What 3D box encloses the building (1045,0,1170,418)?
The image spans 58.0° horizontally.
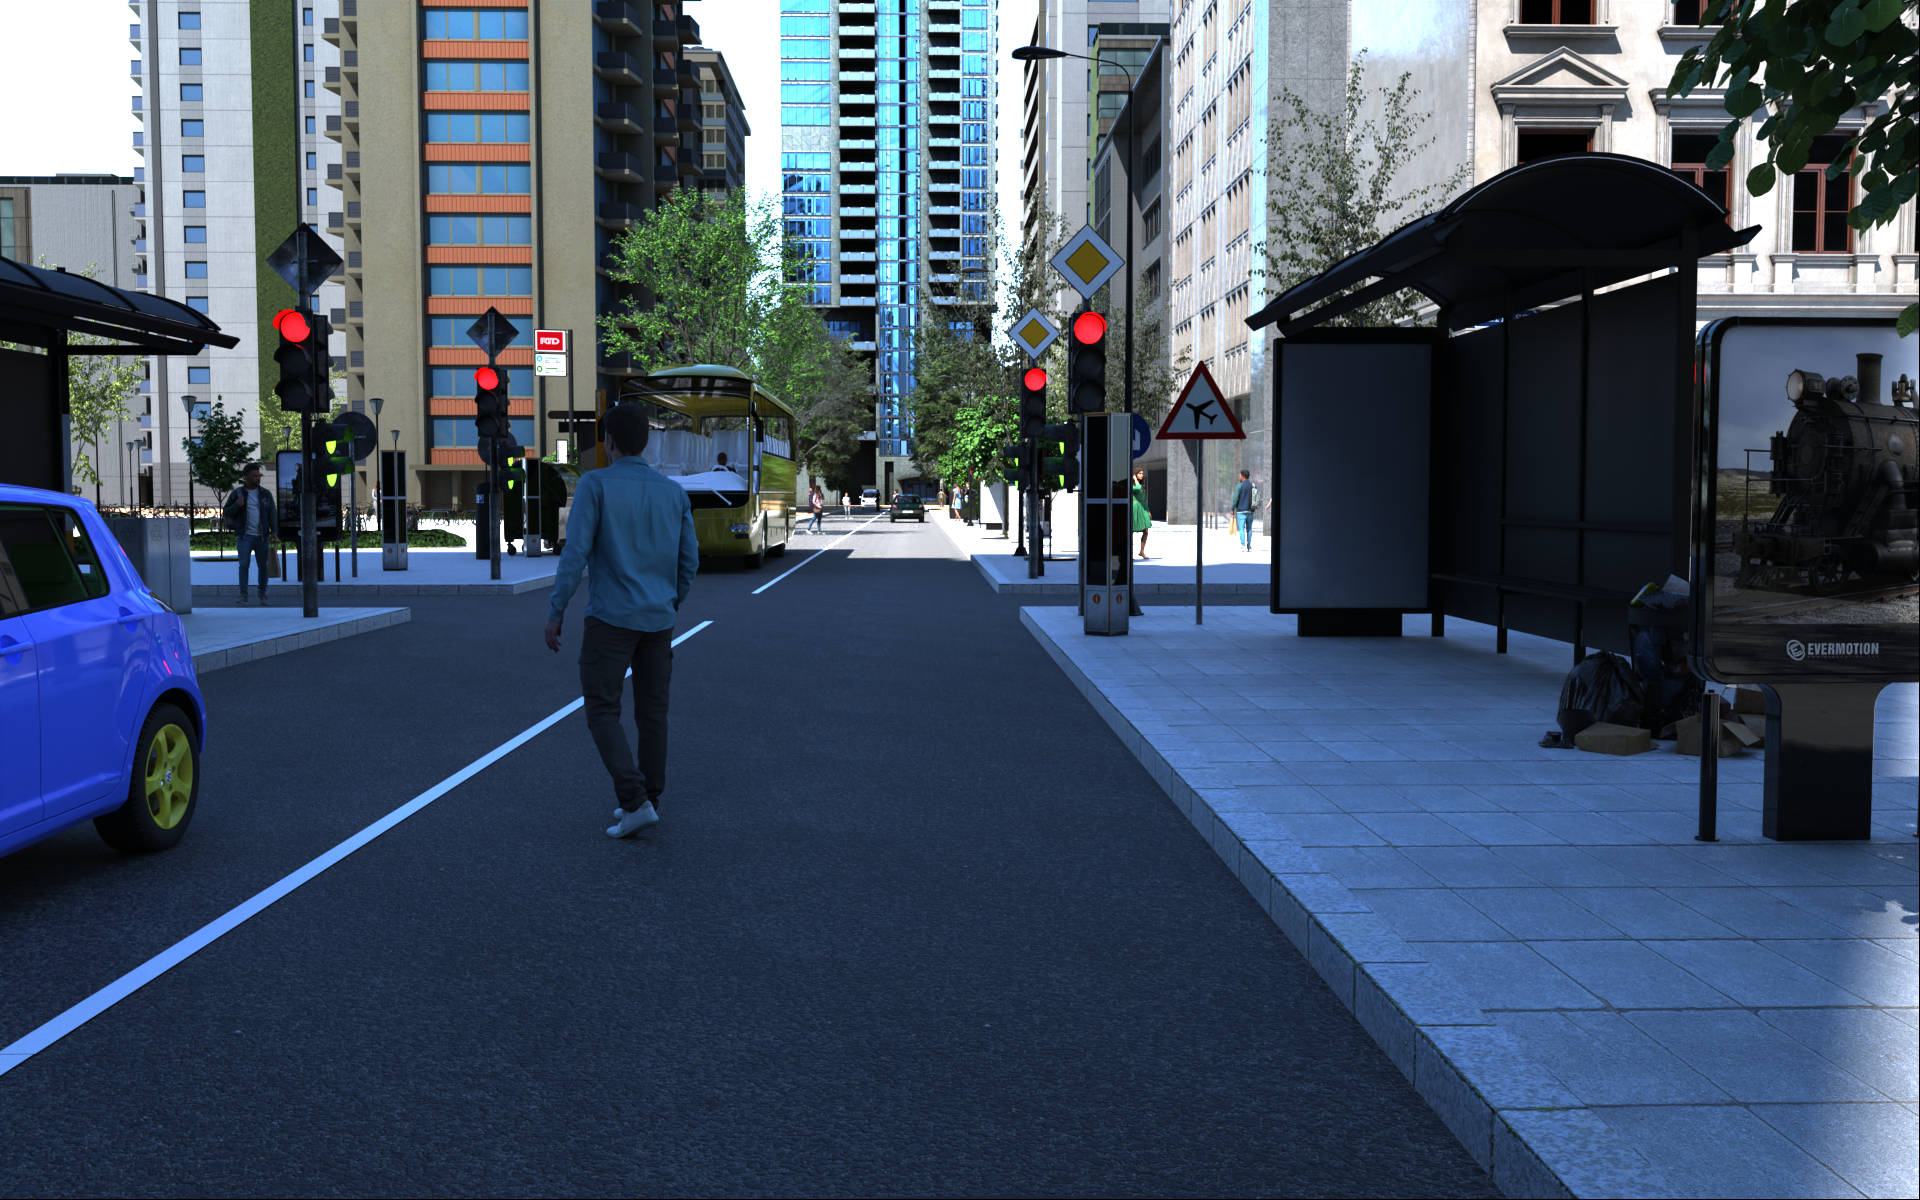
[{"bbox_3d":[17.079,-36.118,132.526,21.231,58.520,28.212,0,4,-2],"label":"building"}]

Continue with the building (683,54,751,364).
[{"bbox_3d":[-30.953,-28.131,151.822,23.993,40.220,32.217,0,4,-2],"label":"building"}]

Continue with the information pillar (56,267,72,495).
[{"bbox_3d":[-9.390,-1.638,18.137,0.183,3.616,0.504,-2,4,-34],"label":"information pillar"}]

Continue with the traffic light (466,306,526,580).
[{"bbox_3d":[-6.966,-2.263,25.927,0.839,4.253,0.868,0,4,-2],"label":"traffic light"}]

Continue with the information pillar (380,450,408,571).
[{"bbox_3d":[-9.467,-1.498,28.980,0.304,2.012,0.304,1,4,15],"label":"information pillar"}]

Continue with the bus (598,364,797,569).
[{"bbox_3d":[-5.081,-2.743,36.390,2.896,3.916,12.252,0,4,-2],"label":"bus"}]

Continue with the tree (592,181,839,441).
[{"bbox_3d":[-8.462,-8.108,58.321,9.928,11.665,9.643,0,3,0],"label":"tree"}]

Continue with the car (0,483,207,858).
[{"bbox_3d":[-3.996,0.239,5.678,1.945,1.707,3.694,0,4,-1],"label":"car"}]

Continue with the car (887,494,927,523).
[{"bbox_3d":[-2.687,-4.768,87.740,2.009,1.686,4.222,0,4,-2],"label":"car"}]

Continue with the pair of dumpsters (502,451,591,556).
[{"bbox_3d":[-8.971,-2.171,37.996,1.574,2.255,4.437,0,4,-1],"label":"pair of dumpsters"}]

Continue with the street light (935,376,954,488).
[{"bbox_3d":[-0.134,-5.841,68.037,1.470,5.913,1.316,0,4,-2],"label":"street light"}]

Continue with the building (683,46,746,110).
[{"bbox_3d":[-38.193,-37.691,205.482,27.495,52.752,28.713,0,4,-2],"label":"building"}]

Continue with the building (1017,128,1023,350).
[{"bbox_3d":[21.975,-35.734,203.858,30.456,49.044,23.786,0,4,-2],"label":"building"}]

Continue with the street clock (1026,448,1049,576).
[{"bbox_3d":[1.194,-1.374,27.034,0.358,2.002,0.471,2,4,30],"label":"street clock"}]

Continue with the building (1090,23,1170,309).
[{"bbox_3d":[15.061,-20.718,110.446,14.160,30.474,14.107,0,4,-2],"label":"building"}]

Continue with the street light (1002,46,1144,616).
[{"bbox_3d":[1.234,-2.790,18.158,1.470,5.913,1.316,0,4,-2],"label":"street light"}]

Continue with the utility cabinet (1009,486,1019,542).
[{"bbox_3d":[1.473,-2.278,45.916,0.318,1.500,1.173,0,4,6],"label":"utility cabinet"}]

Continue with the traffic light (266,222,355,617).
[{"bbox_3d":[-6.754,-1.775,17.944,0.839,4.253,0.868,0,4,-2],"label":"traffic light"}]

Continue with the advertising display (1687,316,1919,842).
[{"bbox_3d":[3.193,-0.073,6.402,0.974,1.923,0.123,0,4,-4],"label":"advertising display"}]

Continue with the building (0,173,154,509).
[{"bbox_3d":[-79.183,-23.736,159.792,14.107,30.474,14.160,0,4,-2],"label":"building"}]

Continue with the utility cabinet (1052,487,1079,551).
[{"bbox_3d":[2.641,-1.811,38.286,1.173,1.500,0.318,2,4,25],"label":"utility cabinet"}]

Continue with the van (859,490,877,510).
[{"bbox_3d":[-8.362,-9.415,160.951,2.013,2.044,4.112,0,4,-3],"label":"van"}]

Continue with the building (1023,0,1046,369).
[{"bbox_3d":[17.034,-32.675,157.943,21.300,48.544,21.600,0,4,-2],"label":"building"}]

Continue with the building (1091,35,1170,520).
[{"bbox_3d":[15.057,-16.341,86.239,14.314,24.678,30.058,0,4,-2],"label":"building"}]

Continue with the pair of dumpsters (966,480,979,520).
[{"bbox_3d":[1.115,-4.941,83.273,1.574,2.255,4.437,0,4,-2],"label":"pair of dumpsters"}]

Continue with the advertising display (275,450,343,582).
[{"bbox_3d":[-9.521,-1.231,25.347,0.974,1.923,0.123,1,4,10],"label":"advertising display"}]

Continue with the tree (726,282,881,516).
[{"bbox_3d":[-9.847,-11.591,99.887,12.009,13.543,11.850,0,3,0],"label":"tree"}]

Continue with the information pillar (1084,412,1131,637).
[{"bbox_3d":[1.332,-0.686,15.712,0.304,2.012,0.304,3,5,42],"label":"information pillar"}]

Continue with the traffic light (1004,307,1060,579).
[{"bbox_3d":[1.092,-2.277,26.155,0.839,4.253,0.868,0,4,-2],"label":"traffic light"}]

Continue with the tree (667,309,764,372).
[{"bbox_3d":[-9.324,-7.144,67.173,4.360,8.622,3.978,0,3,0],"label":"tree"}]

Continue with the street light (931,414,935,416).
[{"bbox_3d":[-0.991,-7.851,100.905,1.470,5.913,1.316,0,4,-2],"label":"street light"}]

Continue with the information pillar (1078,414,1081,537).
[{"bbox_3d":[2.208,-2.305,29.040,0.504,3.616,0.183,-2,4,-30],"label":"information pillar"}]

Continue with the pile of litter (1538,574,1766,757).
[{"bbox_3d":[3.825,0.309,8.907,1.719,0.858,1.176,0,4,6],"label":"pile of litter"}]

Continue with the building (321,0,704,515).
[{"bbox_3d":[-28.952,-28.127,114.505,22.147,44.769,28.867,0,4,-2],"label":"building"}]

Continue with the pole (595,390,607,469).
[{"bbox_3d":[-7.018,-2.450,33.908,0.158,3.312,0.155,0,3,0],"label":"pole"}]

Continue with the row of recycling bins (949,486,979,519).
[{"bbox_3d":[0.597,-5.083,90.212,1.069,1.692,3.534,2,4,30],"label":"row of recycling bins"}]

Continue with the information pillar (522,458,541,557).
[{"bbox_3d":[-8.692,-1.876,35.157,0.304,2.012,0.304,-2,4,-27],"label":"information pillar"}]

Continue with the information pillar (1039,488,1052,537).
[{"bbox_3d":[2.568,-2.929,52.381,0.304,2.012,0.304,-2,4,-29],"label":"information pillar"}]

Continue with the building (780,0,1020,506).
[{"bbox_3d":[-8.742,-54.386,201.889,31.000,86.520,22.319,0,4,-2],"label":"building"}]

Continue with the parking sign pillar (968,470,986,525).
[{"bbox_3d":[1.049,-5.155,72.749,1.447,3.967,1.447,0,4,4],"label":"parking sign pillar"}]

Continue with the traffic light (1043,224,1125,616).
[{"bbox_3d":[1.304,-1.789,18.173,0.839,4.253,0.868,0,4,-2],"label":"traffic light"}]

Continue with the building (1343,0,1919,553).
[{"bbox_3d":[19.915,-12.462,39.918,21.152,22.565,11.583,0,4,-2],"label":"building"}]

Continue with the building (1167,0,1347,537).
[{"bbox_3d":[14.829,-14.878,61.272,12.078,24.808,19.932,0,4,-2],"label":"building"}]

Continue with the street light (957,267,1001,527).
[{"bbox_3d":[0.719,-3.856,35.593,1.470,5.913,1.316,0,4,-2],"label":"street light"}]

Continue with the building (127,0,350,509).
[{"bbox_3d":[-57.960,-37.603,156.815,28.212,58.520,21.231,0,4,-2],"label":"building"}]

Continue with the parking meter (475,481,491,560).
[{"bbox_3d":[-9.323,-1.565,34.003,0.372,1.533,0.369,0,3,0],"label":"parking meter"}]
